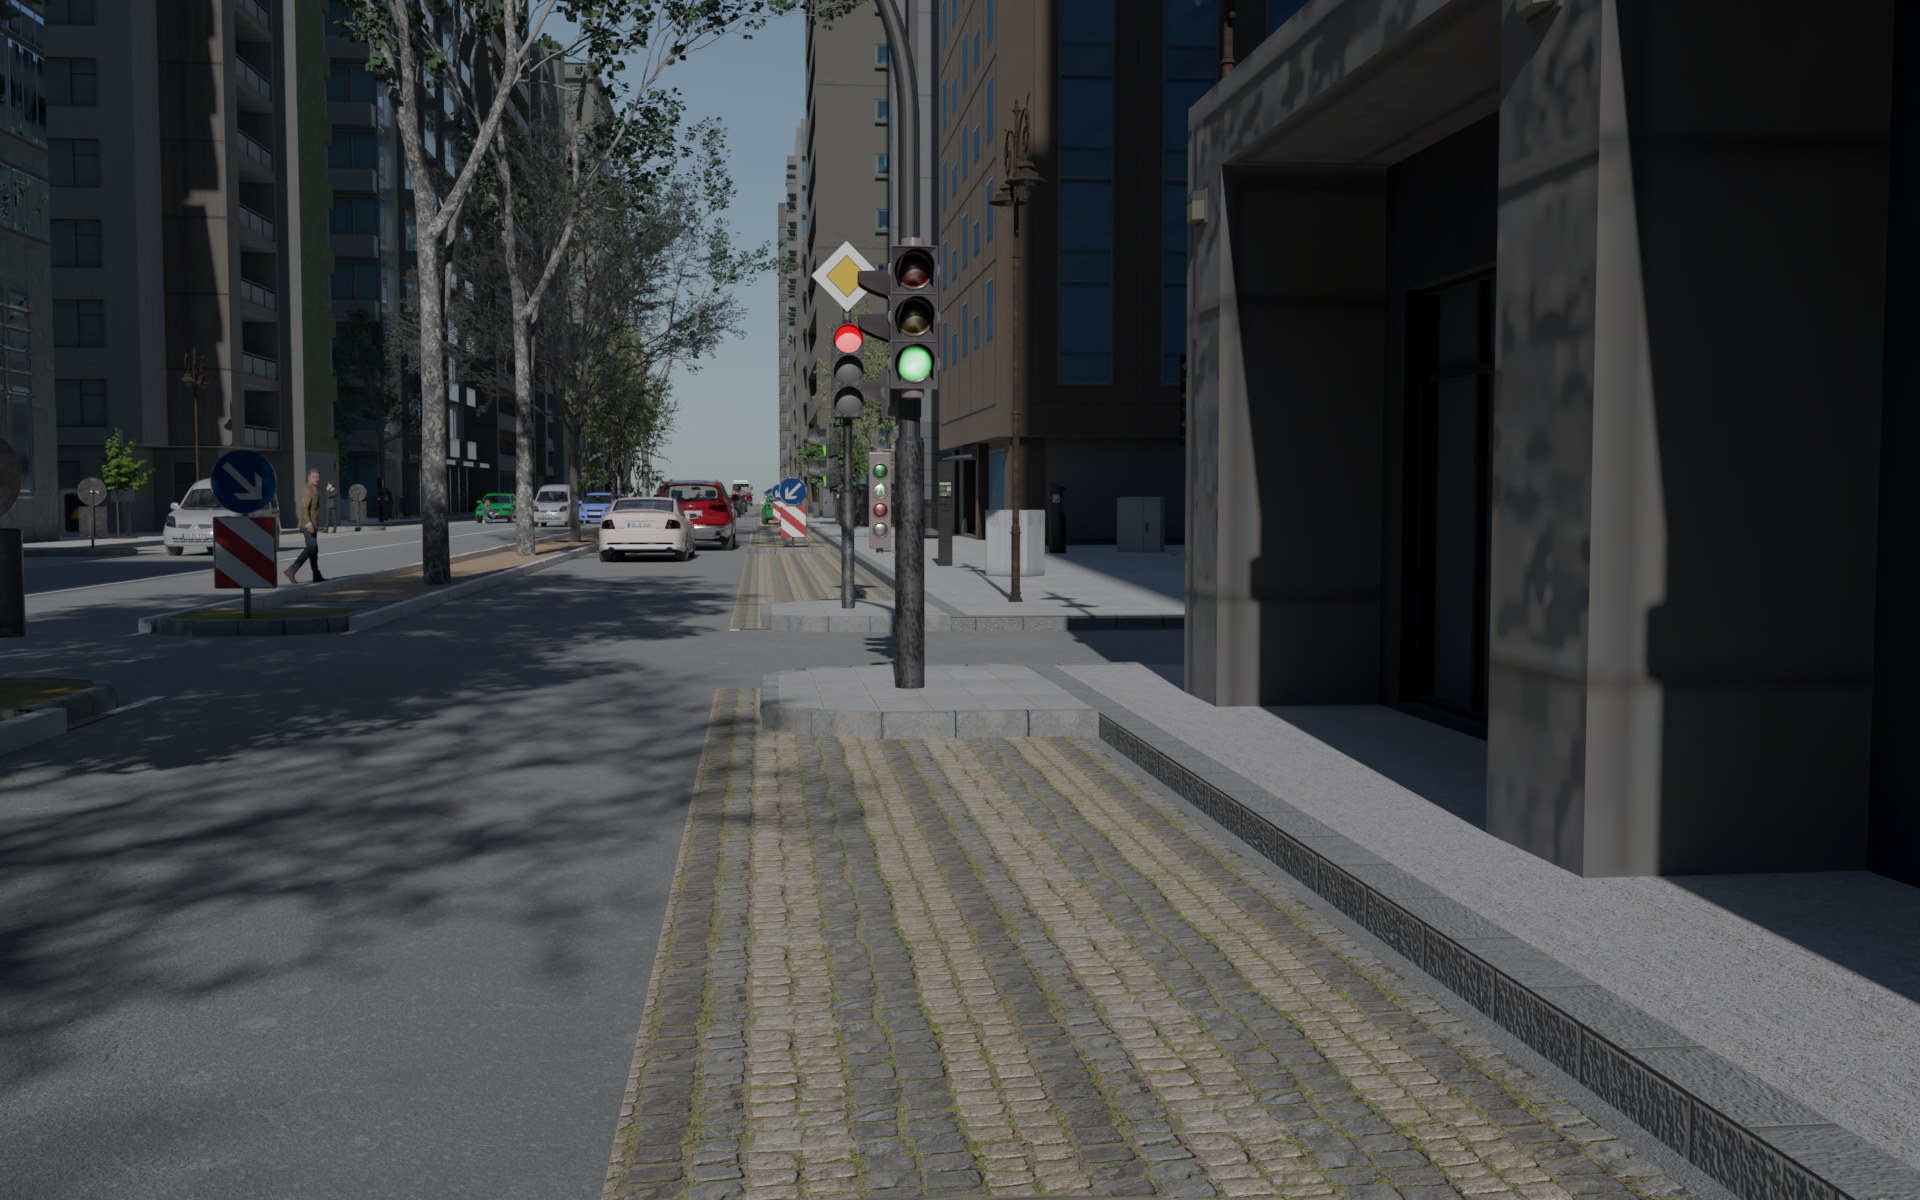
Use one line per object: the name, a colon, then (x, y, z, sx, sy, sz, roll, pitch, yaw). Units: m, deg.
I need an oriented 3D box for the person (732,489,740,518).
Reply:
person: (-13.540, -5.785, 104.001, 0.530, 1.710, 0.541, -1, 4, -22)

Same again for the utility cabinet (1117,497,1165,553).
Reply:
utility cabinet: (3.982, -1.650, 38.139, 1.020, 1.237, 0.306, 2, 4, 26)

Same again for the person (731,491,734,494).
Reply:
person: (-19.302, -8.435, 147.334, 0.530, 1.710, 0.541, 2, 4, 31)

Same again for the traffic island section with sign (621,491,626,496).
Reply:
traffic island section with sign: (-38.448, -11.574, 197.866, 1.989, 1.847, 2.006, 0, 4, -7)

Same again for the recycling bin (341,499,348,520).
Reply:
recycling bin: (-31.159, -4.556, 87.044, 0.722, 1.027, 0.722, -3, 4, -38)

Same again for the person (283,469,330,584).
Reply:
person: (-10.490, -1.191, 27.876, 0.656, 1.842, 0.836, 3, 5, 40)

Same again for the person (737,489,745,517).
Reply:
person: (-13.395, -5.913, 105.973, 0.742, 1.727, 0.445, 2, 4, 28)

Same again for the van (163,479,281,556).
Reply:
van: (-17.685, -2.115, 41.584, 2.013, 2.044, 4.112, 0, 4, -5)

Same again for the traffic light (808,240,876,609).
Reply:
traffic light: (-1.275, -1.860, 19.335, 0.839, 4.253, 0.868, 0, 4, -7)

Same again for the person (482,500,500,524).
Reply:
person: (-22.649, -4.259, 83.630, 0.738, 1.151, 1.012, 2, 4, 24)

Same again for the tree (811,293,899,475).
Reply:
tree: (-3.014, -6.760, 60.889, 4.737, 8.622, 4.395, 0, 3, 0)

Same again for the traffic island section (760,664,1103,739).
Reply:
traffic island section: (-0.321, 0.658, 11.521, 2.009, 0.180, 2.903, 0, 4, -7)

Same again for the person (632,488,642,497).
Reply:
person: (-21.350, -6.492, 114.651, 1.348, 1.823, 0.705, -3, 5, -41)

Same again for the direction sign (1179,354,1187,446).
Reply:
direction sign: (3.988, -2.204, 28.029, 0.876, 3.537, 0.379, 1, 4, 15)

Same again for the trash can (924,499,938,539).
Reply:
trash can: (-0.809, -2.334, 49.808, 0.748, 1.137, 0.748, 0, 3, 0)

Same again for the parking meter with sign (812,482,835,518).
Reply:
parking meter with sign: (-6.934, -5.829, 91.564, 1.738, 3.016, 0.543, 0, 4, -4)

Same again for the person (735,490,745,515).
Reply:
person: (-15.125, -6.720, 119.170, 0.742, 1.727, 0.445, 0, 4, -2)

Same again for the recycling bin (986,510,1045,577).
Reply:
recycling bin: (0.868, -0.894, 27.178, 0.722, 1.027, 0.722, 2, 4, 28)

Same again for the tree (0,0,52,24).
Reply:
tree: (-6.078, -5.878, 5.210, 9.857, 13.997, 8.962, 0, 3, 0)

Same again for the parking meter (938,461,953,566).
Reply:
parking meter: (-0.262, -1.538, 30.850, 0.255, 1.863, 0.399, 0, 4, 0)

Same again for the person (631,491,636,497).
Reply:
person: (-34.070, -10.512, 181.086, 0.721, 1.735, 1.217, 3, 4, 39)

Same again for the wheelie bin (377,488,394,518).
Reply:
wheelie bin: (-30.224, -5.091, 91.152, 0.693, 1.594, 0.980, -3, 5, -43)

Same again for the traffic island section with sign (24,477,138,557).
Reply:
traffic island section with sign: (-20.278, -1.927, 40.136, 1.989, 1.847, 2.006, 0, 4, -7)

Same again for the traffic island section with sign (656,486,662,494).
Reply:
traffic island section with sign: (-16.019, -5.193, 93.049, 2.006, 1.907, 1.989, 0, 4, -7)

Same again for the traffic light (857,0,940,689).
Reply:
traffic light: (-2.430, -2.224, 11.023, 4.771, 5.953, 1.251, 0, 4, -7)

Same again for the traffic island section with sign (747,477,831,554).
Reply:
traffic island section with sign: (-4.176, -2.047, 42.094, 1.989, 1.847, 2.006, 0, 4, -7)

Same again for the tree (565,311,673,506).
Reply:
tree: (-13.881, -7.278, 71.819, 4.737, 8.622, 4.395, 0, 3, 0)

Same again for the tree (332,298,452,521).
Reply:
tree: (-28.020, -9.090, 83.037, 7.601, 10.594, 8.767, -1, 4, -13)

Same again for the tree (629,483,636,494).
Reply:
tree: (-47.836, -15.674, 250.876, 1.663, 3.219, 1.824, 0, 3, 0)

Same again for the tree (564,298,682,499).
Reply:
tree: (-12.106, -6.647, 61.501, 4.360, 8.622, 3.978, 0, 3, 0)

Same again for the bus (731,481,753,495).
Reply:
bus: (-30.788, -15.266, 244.456, 2.948, 3.499, 13.247, 0, 4, -6)

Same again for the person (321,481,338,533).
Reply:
person: (-22.938, -3.375, 63.048, 0.648, 1.900, 0.474, 3, 4, 37)

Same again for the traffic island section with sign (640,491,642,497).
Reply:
traffic island section with sign: (-41.600, -13.250, 225.265, 1.989, 1.847, 2.006, 0, 4, -7)

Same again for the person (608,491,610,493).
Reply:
person: (-34.006, -9.708, 167.892, 0.621, 1.740, 0.551, 0, 4, -4)

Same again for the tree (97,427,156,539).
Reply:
tree: (-24.305, -3.378, 49.830, 1.663, 3.219, 1.824, 0, 3, 0)

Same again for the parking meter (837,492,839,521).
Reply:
parking meter: (-5.803, -4.573, 83.184, 0.372, 1.533, 0.369, 0, 3, 0)

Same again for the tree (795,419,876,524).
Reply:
tree: (-5.342, -5.516, 73.904, 4.285, 4.588, 4.351, 0, 3, 0)

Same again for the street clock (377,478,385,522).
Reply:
street clock: (-26.175, -4.509, 78.290, 0.358, 2.002, 0.471, 0, 4, -6)

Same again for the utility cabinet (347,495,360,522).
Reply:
utility cabinet: (-27.772, -4.171, 79.361, 0.306, 1.237, 1.020, 0, 4, -6)

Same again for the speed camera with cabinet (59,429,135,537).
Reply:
speed camera with cabinet: (-26.171, -3.558, 52.506, 2.038, 3.252, 0.660, -2, 4, -27)

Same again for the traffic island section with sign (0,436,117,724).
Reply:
traffic island section with sign: (-6.572, -0.178, 11.044, 2.006, 1.907, 1.989, 0, 4, -7)

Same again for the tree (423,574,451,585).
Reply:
tree: (-6.964, -10.258, 26.062, 12.611, 20.169, 13.585, 0, 3, 0)

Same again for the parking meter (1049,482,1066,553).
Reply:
parking meter: (2.118, -1.784, 37.577, 0.372, 1.533, 0.369, 0, 3, 0)

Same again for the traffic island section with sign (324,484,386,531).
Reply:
traffic island section with sign: (-23.391, -3.577, 67.105, 1.989, 1.847, 2.006, 0, 4, -7)

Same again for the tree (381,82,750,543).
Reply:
tree: (-11.438, -8.452, 51.010, 12.009, 13.543, 11.850, 0, 3, 0)

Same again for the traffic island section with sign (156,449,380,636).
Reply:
traffic island section with sign: (-7.410, -0.628, 18.404, 2.006, 1.907, 1.989, 0, 4, -7)

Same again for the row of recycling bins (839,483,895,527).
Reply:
row of recycling bins: (-3.574, -3.746, 68.360, 1.069, 1.692, 3.534, -3, 5, -40)

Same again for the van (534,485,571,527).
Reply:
van: (-17.767, -4.220, 76.006, 2.013, 2.044, 4.112, 0, 4, -5)

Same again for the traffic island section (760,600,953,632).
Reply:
traffic island section: (-1.234, 0.173, 19.454, 2.009, 0.180, 2.903, 0, 4, -7)

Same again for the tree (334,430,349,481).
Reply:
tree: (-27.349, -5.472, 73.178, 4.285, 4.588, 4.351, 0, 3, 0)
